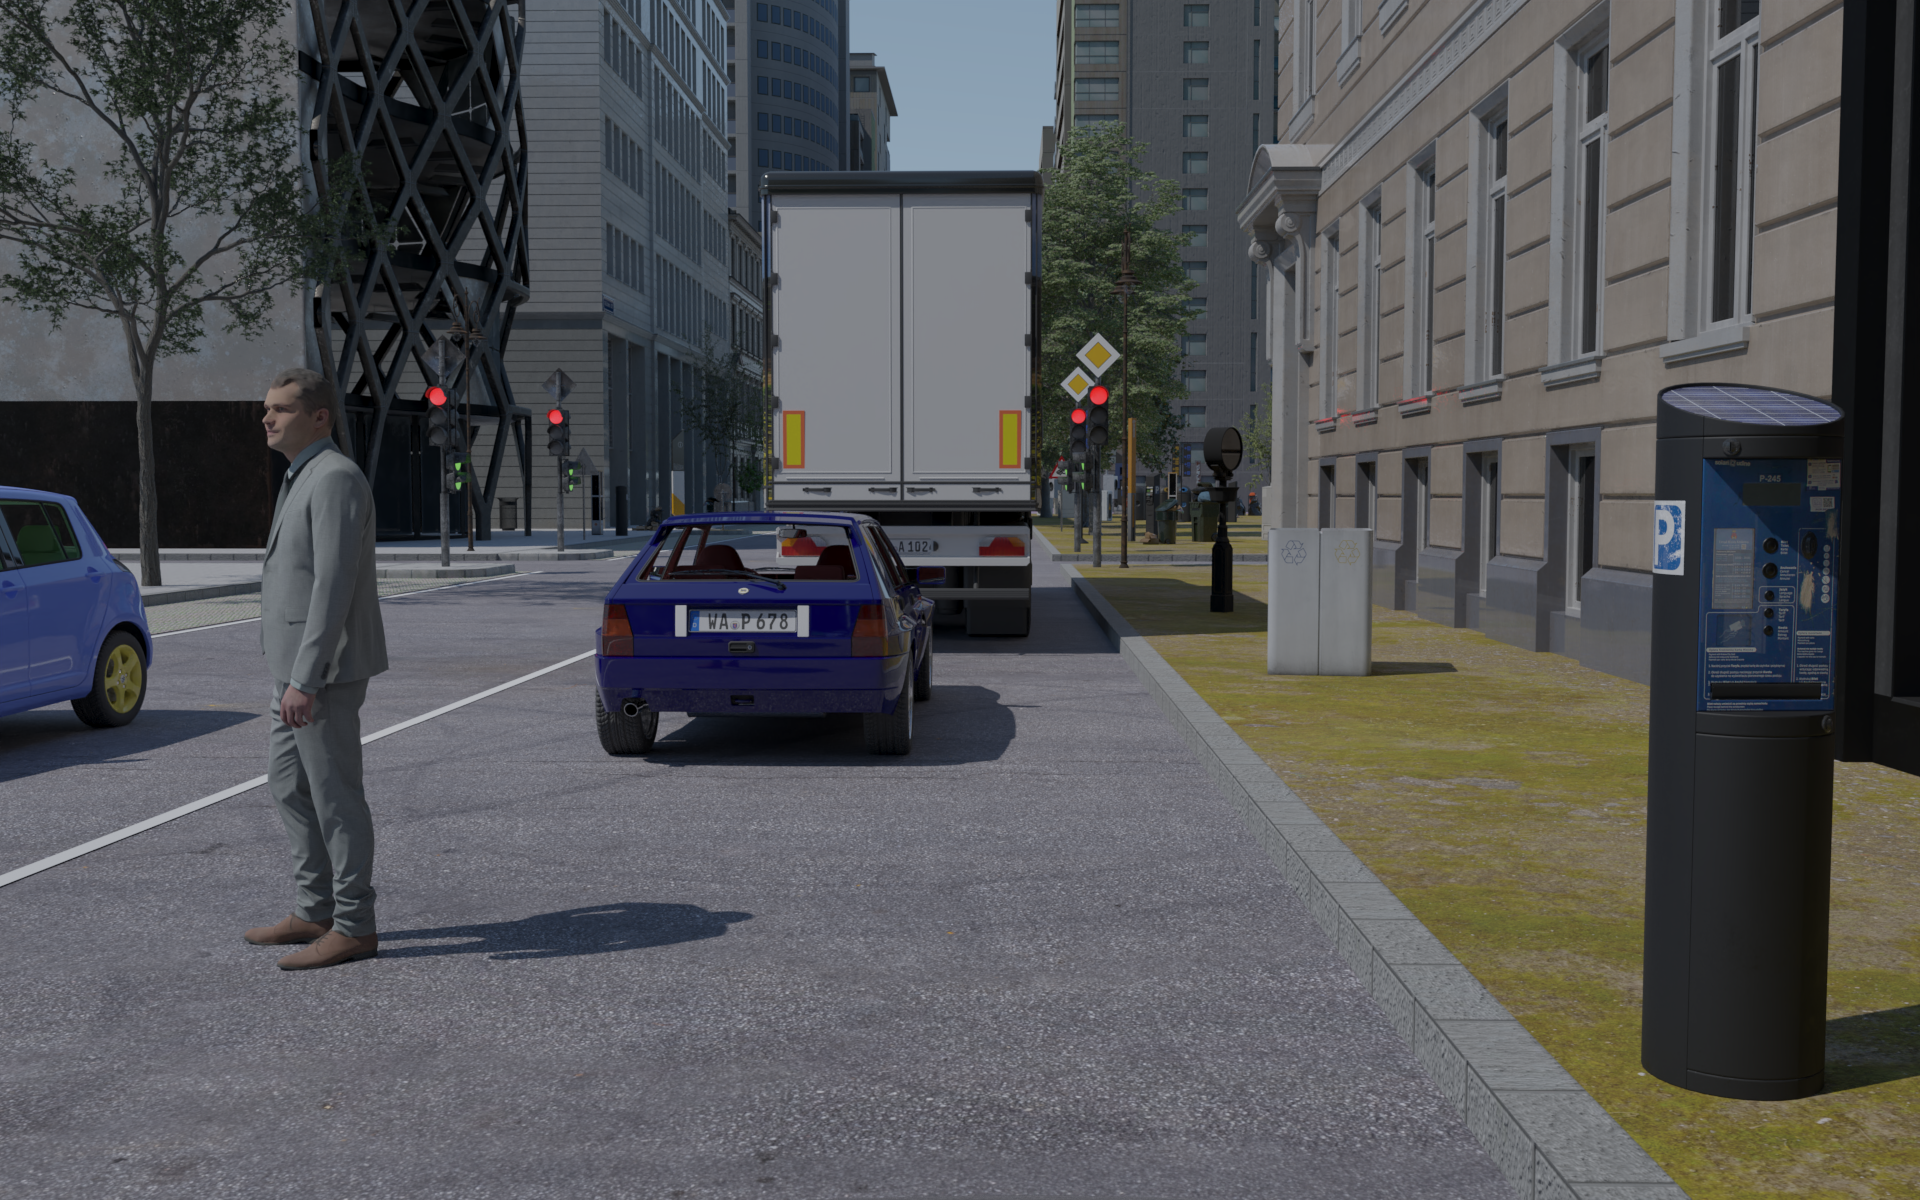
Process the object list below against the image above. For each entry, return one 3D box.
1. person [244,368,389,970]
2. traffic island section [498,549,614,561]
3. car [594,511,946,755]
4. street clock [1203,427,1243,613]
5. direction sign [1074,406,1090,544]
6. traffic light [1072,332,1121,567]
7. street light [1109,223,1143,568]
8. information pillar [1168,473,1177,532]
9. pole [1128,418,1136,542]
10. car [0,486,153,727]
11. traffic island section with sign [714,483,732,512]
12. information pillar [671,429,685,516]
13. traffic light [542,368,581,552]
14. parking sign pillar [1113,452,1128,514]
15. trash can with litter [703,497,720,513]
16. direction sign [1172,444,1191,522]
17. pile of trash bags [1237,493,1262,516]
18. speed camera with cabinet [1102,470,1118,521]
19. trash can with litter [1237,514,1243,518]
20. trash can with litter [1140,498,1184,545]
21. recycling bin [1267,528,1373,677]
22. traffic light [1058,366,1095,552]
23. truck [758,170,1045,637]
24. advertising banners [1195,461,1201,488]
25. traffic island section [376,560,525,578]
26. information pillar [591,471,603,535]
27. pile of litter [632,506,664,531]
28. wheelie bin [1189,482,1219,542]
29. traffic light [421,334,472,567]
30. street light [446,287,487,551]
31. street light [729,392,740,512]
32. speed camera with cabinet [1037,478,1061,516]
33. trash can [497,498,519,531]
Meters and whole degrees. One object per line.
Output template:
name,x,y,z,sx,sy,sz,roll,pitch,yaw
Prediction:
person,-1.965,0.200,5.325,0.391,1.810,0.635,-2,4,-32
traffic island section,-8.917,-0.999,38.620,2.009,0.180,2.903,0,4,1
car,-1.080,0.105,10.871,1.945,1.354,3.894,0,4,2
street clock,2.853,-0.871,18.810,0.358,2.002,0.471,3,4,39
direction sign,3.153,-3.231,44.830,0.379,3.537,0.876,-1,4,-23
traffic light,2.384,-2.527,30.236,0.839,4.253,0.868,0,4,1
street light,2.845,-3.491,29.860,0.468,5.910,1.993,0,4,1
information pillar,7.282,-3.356,59.355,0.304,2.012,0.304,0,4,6
pole,4.632,-3.230,46.654,0.158,3.312,0.155,0,3,0
car,-6.040,0.010,9.422,1.945,1.707,3.694,0,4,3
traffic island section with sign,-8.376,-3.208,61.072,1.989,1.847,2.006,0,4,1
information pillar,-10.191,-4.362,62.670,0.504,3.616,0.183,-3,5,-40
traffic light,-8.878,-3.031,38.484,0.839,4.253,0.868,0,4,1
parking sign pillar,10.421,-7.396,109.392,1.447,3.967,1.447,2,4,24
trash can with litter,-10.087,-3.676,71.486,0.624,1.170,1.055,1,4,22
direction sign,10.003,-5.276,78.253,0.876,3.537,0.379,1,4,23
pile of trash bags,17.169,-5.710,103.118,1.912,1.369,3.447,1,4,19
speed camera with cabinet,6.993,-5.381,82.311,0.660,3.252,2.038,1,4,19
trash can with litter,14.195,-5.044,93.521,2.233,1.210,1.678,0,4,4
trash can with litter,5.132,-2.001,44.097,1.055,1.170,0.624,-2,4,-35
recycling bin,2.603,0.001,12.542,0.722,1.027,0.722,1,4,11
traffic light,2.581,-3.015,38.219,0.839,4.253,0.868,0,4,1
truck,-0.345,-1.941,20.654,2.839,4.237,11.283,0,4,2
advertising banners,12.934,-5.800,91.012,0.090,3.025,2.074,3,5,43
traffic island section,-9.114,-0.511,30.637,2.009,0.180,2.903,0,4,1
information pillar,-11.360,-3.041,54.210,0.304,2.012,0.304,0,4,6
pile of litter,-10.813,-2.858,60.689,1.176,0.858,1.719,-2,4,-33
wheelie bin,6.560,-2.355,46.415,0.693,1.594,0.980,-2,4,-26
traffic light,-9.075,-2.543,30.502,0.839,4.253,0.868,0,4,1
street light,-11.003,-4.036,38.781,0.468,5.910,1.993,0,4,1
street light,-9.997,-6.339,76.435,0.468,5.910,1.993,0,4,1
speed camera with cabinet,5.241,-6.558,101.556,0.660,3.252,2.038,-2,4,-26
trash can,-15.830,-2.999,60.693,0.748,1.137,0.748,0,3,0
